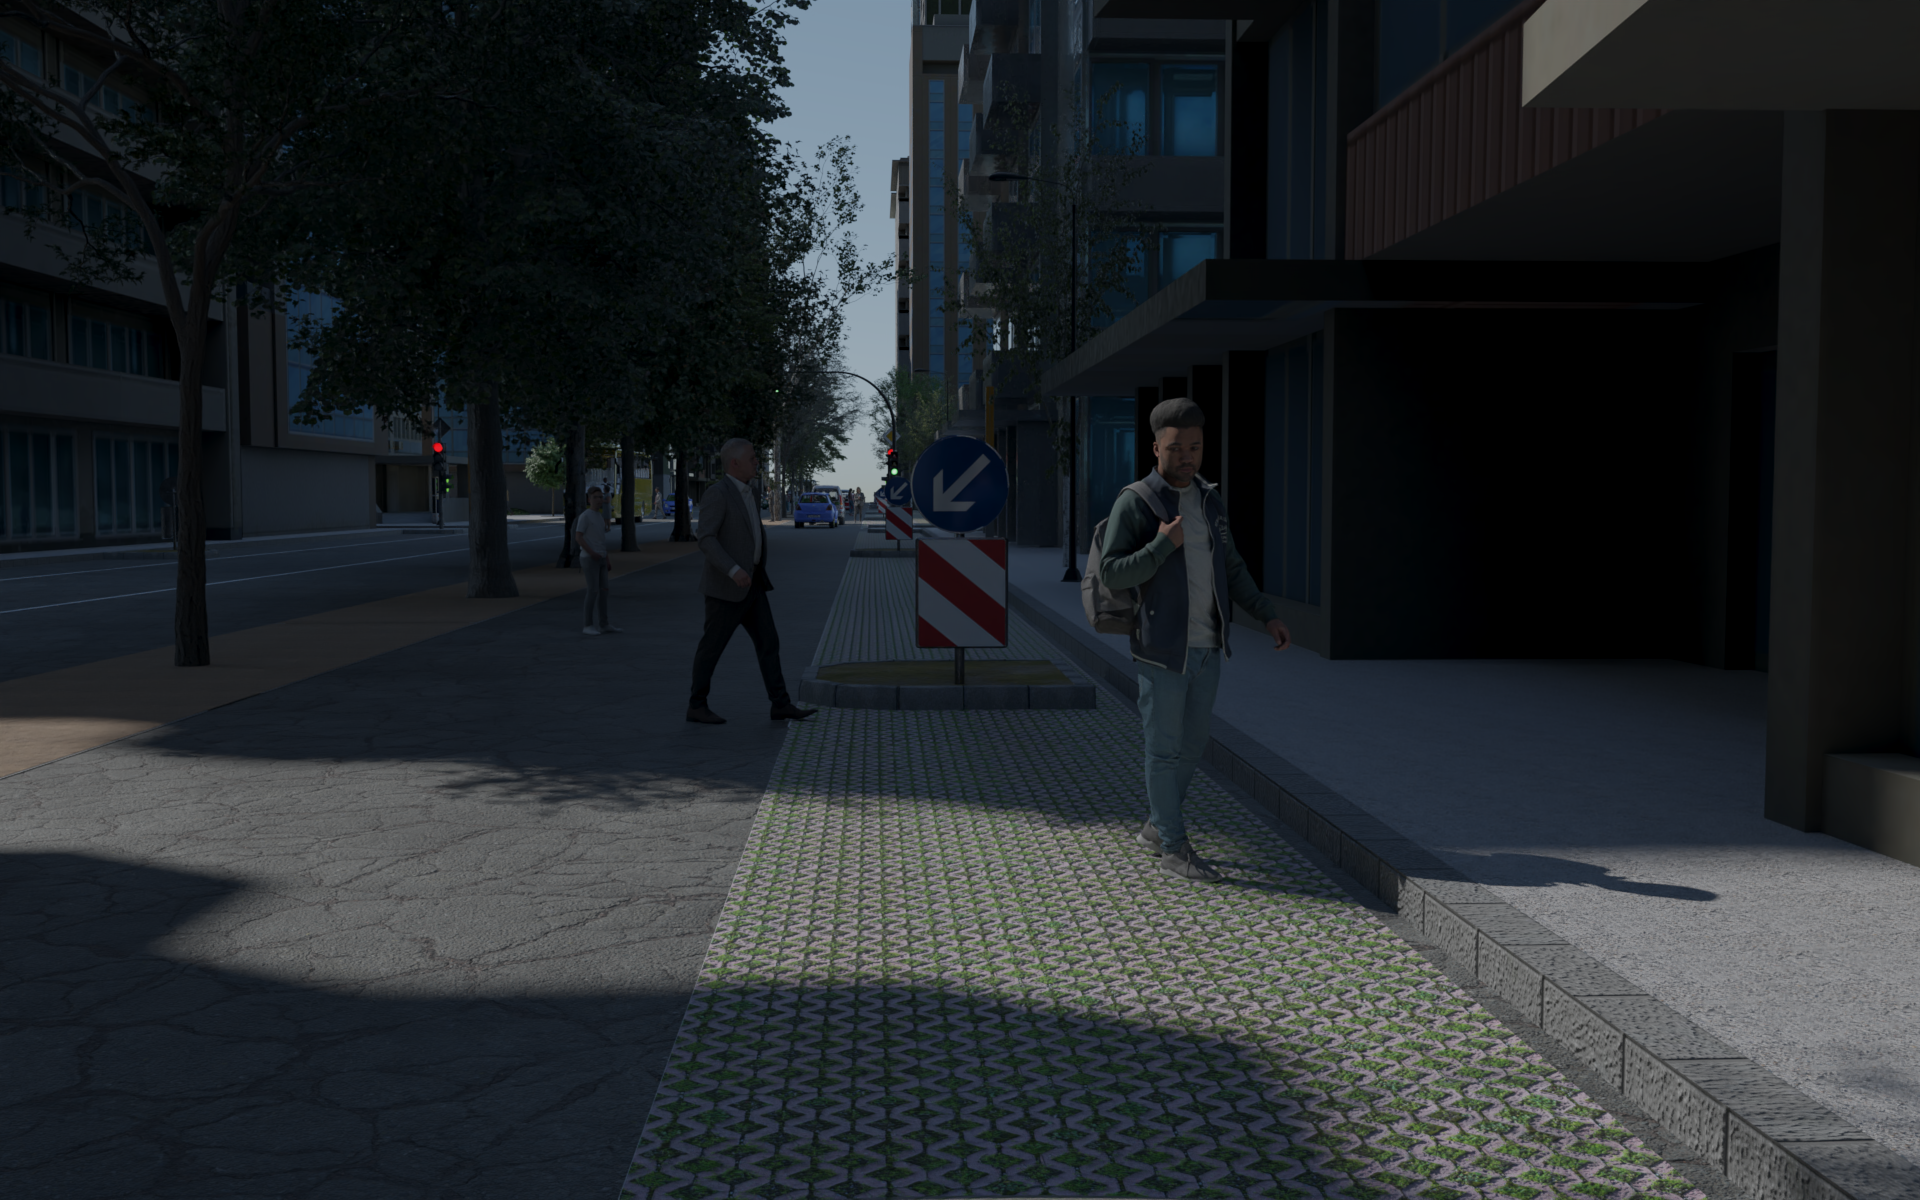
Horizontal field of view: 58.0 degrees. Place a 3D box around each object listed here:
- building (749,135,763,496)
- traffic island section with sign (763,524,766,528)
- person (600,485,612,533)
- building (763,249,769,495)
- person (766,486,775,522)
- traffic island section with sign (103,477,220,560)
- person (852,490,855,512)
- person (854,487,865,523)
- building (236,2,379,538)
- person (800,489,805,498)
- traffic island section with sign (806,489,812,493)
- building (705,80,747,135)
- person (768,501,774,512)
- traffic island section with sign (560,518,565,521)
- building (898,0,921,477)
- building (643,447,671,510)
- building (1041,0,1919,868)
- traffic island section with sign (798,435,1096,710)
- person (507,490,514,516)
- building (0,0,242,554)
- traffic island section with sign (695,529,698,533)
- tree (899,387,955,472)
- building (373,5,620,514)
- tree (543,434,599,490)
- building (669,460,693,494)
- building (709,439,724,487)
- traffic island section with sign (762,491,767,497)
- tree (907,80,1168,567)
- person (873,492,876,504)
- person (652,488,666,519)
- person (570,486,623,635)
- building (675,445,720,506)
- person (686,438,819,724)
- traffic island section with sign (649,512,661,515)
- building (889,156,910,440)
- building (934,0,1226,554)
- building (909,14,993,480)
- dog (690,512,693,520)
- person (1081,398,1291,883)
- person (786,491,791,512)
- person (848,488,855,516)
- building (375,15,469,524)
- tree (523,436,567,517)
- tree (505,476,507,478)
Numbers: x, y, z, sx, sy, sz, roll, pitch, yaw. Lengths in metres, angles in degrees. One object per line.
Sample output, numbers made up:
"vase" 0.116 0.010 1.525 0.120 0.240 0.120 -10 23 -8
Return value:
"building" -42.385 -44.596 271.149 21.231 58.520 28.212 0 4 -3
"traffic island section with sign" -9.087 -3.888 71.703 2.006 1.907 1.989 0 4 -3
"person" -13.241 -3.396 64.381 0.532 1.782 0.716 -2 4 -25
"building" -39.758 -39.339 293.303 14.600 45.320 14.200 0 4 -3
"person" -9.748 -4.937 89.023 0.447 1.846 0.655 -1 4 -11
"traffic island section with sign" -17.825 -1.850 38.883 1.989 1.847 2.006 0 4 -3
"person" -8.761 -8.107 141.383 0.599 1.781 0.374 0 4 8
"person" -4.923 -4.653 84.759 0.537 1.800 0.526 1 4 9
"building" -28.030 -24.828 56.054 14.200 45.320 14.600 0 4 -3
"person" -11.391 -7.150 125.508 0.850 1.850 0.679 -3 5 -41
"traffic island section with sign" -12.867 -8.478 146.747 2.006 1.907 1.989 0 4 -3
"building" -41.693 -42.872 242.959 21.231 58.520 28.212 0 4 -3
"person" -15.169 -7.731 140.396 1.012 1.151 0.738 -3 4 -38
"traffic island section with sign" -20.593 -5.231 94.149 1.989 1.847 2.006 0 4 -3
"building" 3.245 -54.676 206.627 22.319 86.520 31.000 0 4 -3
"building" -30.937 -22.350 137.117 14.160 30.474 14.107 0 4 -3
"building" 12.585 -21.738 10.046 22.147 44.769 28.867 0 4 -3
"traffic island section with sign" -0.141 -0.228 12.354 1.989 1.847 2.006 0 4 -3
"person" -26.362 -5.792 100.650 0.836 1.842 0.656 -2 4 -32
"building" -30.246 -25.224 36.109 21.300 48.544 21.600 0 4 -3
"traffic island section with sign" -8.724 -3.435 64.305 2.006 1.907 1.989 0 4 -3
"tree" -2.131 -10.348 119.558 4.737 8.622 4.395 0 3 0
"building" -29.222 -28.410 114.610 14.600 45.320 14.200 0 4 -3
"tree" -23.778 -9.477 105.310 4.737 8.622 4.395 0 3 0
"building" -37.755 -33.086 160.557 23.786 49.044 30.456 0 4 -3
"building" -36.633 -26.995 213.072 14.160 30.474 14.107 0 4 -3
"traffic island section with sign" -28.614 -14.996 253.809 1.989 1.847 2.006 0 4 -3
"tree" 1.651 -4.878 30.110 4.360 8.622 3.978 0 3 0
"person" -11.877 -14.197 241.291 0.621 1.740 0.551 -2 4 -30
"person" -17.010 -5.450 97.887 0.850 1.792 0.678 -2 4 -26
"person" -3.709 -0.401 17.655 0.523 1.515 0.503 -1 4 -13
"building" -38.348 -32.811 191.076 22.147 44.769 28.867 0 4 -3
"person" -1.322 -0.116 10.798 0.834 1.777 0.661 1 4 15
"traffic island section with sign" -21.948 -6.877 121.070 1.989 1.847 2.006 0 4 -3
"building" 3.867 -41.375 265.719 28.713 52.752 27.495 0 4 -3
"building" 11.433 -26.242 48.658 23.786 49.044 30.456 0 4 -3
"building" 2.267 -31.431 164.001 14.600 45.320 14.200 0 4 -3
"dog" -14.939 -4.808 95.454 0.513 0.831 0.800 -3 4 -38
"person" 0.805 0.146 6.466 0.721 1.781 0.623 3 5 42
"person" -13.794 -7.904 138.562 0.563 1.720 0.643 2 4 25
"person" -7.093 -6.402 113.177 0.555 1.821 0.388 3 5 43
"building" -39.399 -23.798 80.985 32.217 40.220 23.993 0 4 -3
"tree" -22.950 -6.969 97.660 4.285 4.588 4.351 0 3 0
"tree" -21.919 -5.300 81.258 1.663 3.219 1.824 0 3 0
